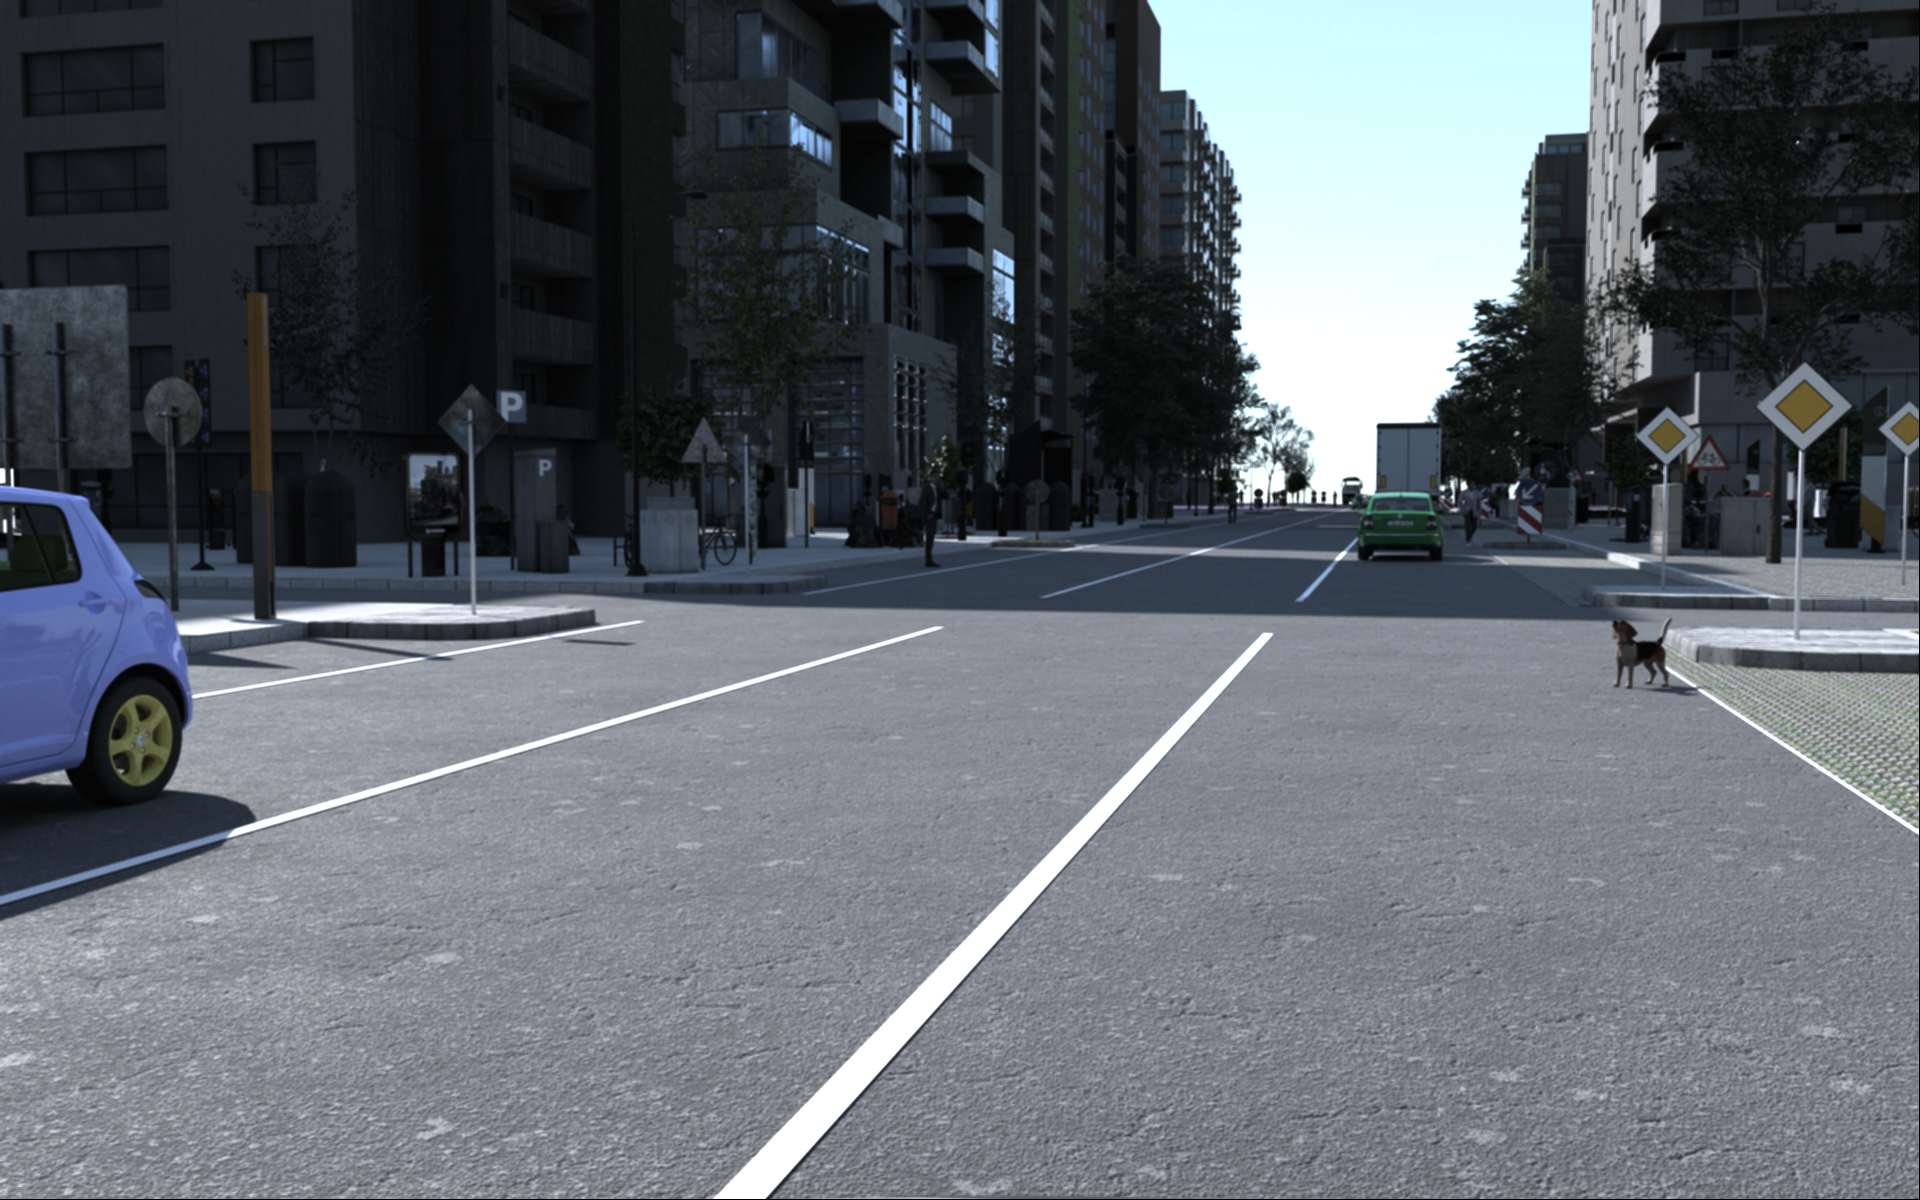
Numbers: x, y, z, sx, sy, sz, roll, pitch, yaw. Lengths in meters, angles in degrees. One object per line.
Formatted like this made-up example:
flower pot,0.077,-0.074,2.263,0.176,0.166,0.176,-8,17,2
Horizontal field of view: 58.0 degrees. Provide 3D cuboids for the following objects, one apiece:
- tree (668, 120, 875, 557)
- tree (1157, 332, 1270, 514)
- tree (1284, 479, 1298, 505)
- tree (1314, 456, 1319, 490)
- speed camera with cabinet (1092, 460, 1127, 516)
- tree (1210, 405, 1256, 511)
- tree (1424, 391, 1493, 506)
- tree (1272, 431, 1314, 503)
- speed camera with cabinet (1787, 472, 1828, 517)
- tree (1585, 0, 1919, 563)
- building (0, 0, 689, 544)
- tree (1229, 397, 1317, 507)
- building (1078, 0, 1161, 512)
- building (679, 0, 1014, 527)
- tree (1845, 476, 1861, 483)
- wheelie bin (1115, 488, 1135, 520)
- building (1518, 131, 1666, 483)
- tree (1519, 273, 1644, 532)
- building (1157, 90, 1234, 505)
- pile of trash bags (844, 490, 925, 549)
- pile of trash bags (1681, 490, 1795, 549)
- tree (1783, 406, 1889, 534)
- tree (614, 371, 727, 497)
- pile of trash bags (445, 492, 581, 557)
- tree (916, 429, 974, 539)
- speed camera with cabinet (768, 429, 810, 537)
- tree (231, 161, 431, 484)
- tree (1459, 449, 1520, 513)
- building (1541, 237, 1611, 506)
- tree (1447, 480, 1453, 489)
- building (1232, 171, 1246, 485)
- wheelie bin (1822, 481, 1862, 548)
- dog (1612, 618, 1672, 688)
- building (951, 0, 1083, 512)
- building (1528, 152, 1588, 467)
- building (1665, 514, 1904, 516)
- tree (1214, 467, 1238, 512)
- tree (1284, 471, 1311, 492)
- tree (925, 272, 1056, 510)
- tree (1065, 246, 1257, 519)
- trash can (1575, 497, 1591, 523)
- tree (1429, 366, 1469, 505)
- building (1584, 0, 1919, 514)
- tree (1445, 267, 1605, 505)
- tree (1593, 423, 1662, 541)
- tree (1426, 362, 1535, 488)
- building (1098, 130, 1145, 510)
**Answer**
tree,-4.088,-5.194,35.290,4.737,8.622,4.395,0,3,0
tree,15.794,-11.234,109.436,9.928,11.665,9.643,0,3,0
tree,39.294,-12.912,205.718,1.663,3.219,1.824,0,3,0
tree,47.870,-17.750,240.577,4.360,8.622,3.978,0,3,0
speed camera with cabinet,8.520,-6.414,99.210,2.038,3.252,0.660,2,4,27
tree,20.961,-11.189,133.303,4.360,8.622,3.978,0,3,0
tree,55.094,-16.750,190.878,9.611,12.733,9.660,0,3,0
tree,36.912,-14.928,194.442,4.360,8.622,3.978,0,3,0
speed camera with cabinet,33.447,-4.482,67.617,2.038,3.252,0.660,0,4,1
tree,15.397,-5.961,31.877,7.601,10.594,8.767,-1,4,-22
building,-17.160,-17.004,49.724,14.160,30.474,14.107,1,4,14
tree,29.918,-14.254,167.457,8.767,10.594,7.601,-1,4,-11
building,9.715,-30.720,152.382,14.600,45.320,14.200,1,4,14
building,-9.722,-46.972,80.662,22.319,86.520,31.000,1,4,14
tree,40.232,-5.105,78.064,1.663,3.219,1.824,0,3,0
wheelie bin,7.863,-4.704,84.814,0.980,1.594,0.693,1,4,19
building,86.054,-37.298,229.425,23.786,49.044,30.456,1,4,14
tree,20.927,-6.637,58.885,4.360,8.622,3.978,0,3,0
building,19.163,-36.083,209.567,23.786,49.044,30.456,1,4,14
pile of trash bags,-1.763,-1.942,41.501,1.912,1.369,3.447,0,4,-7
pile of trash bags,17.936,-1.873,40.382,1.912,1.369,3.447,0,4,2
tree,28.115,-4.414,55.889,4.285,4.588,4.351,0,3,0
tree,-7.788,-3.835,46.414,4.285,4.588,4.351,0,3,0
pile of trash bags,-9.626,-1.625,36.318,3.447,1.369,1.912,2,4,27
tree,-0.260,-3.391,50.037,1.663,3.219,1.824,0,3,0
speed camera with cabinet,-5.281,-3.564,52.606,0.660,3.252,2.038,-2,4,-34
tree,-14.109,-5.393,38.538,4.360,8.622,3.978,0,3,0
tree,38.210,-8.720,126.286,4.285,4.588,4.351,0,3,0
building,72.661,-25.896,195.107,14.160,30.474,14.107,1,4,14
tree,60.415,-16.227,215.677,4.737,8.622,4.395,0,3,0
building,27.006,-37.892,239.139,23.786,49.044,30.456,1,4,14
wheelie bin,21.082,-2.039,41.239,0.980,1.594,0.693,0,4,2
dog,5.065,0.392,12.871,0.406,0.507,0.540,1,4,22
building,-0.368,-26.106,110.425,14.154,41.232,14.086,1,4,14
building,75.985,-32.152,209.276,14.154,41.232,14.086,1,4,14
building,58.579,-32.074,113.642,28.713,52.752,27.495,1,4,14
tree,19.386,-8.058,126.357,1.663,3.219,1.824,0,3,0
tree,42.089,-14.243,216.594,4.285,4.588,4.351,0,3,0
tree,1.265,-6.559,57.600,4.360,8.622,3.978,0,3,0
tree,10.100,-11.165,89.197,9.857,13.997,8.962,0,3,0
trash can,27.538,-3.981,76.748,0.748,1.137,0.748,0,3,0
tree,33.650,-10.561,107.078,8.767,10.594,7.601,0,4,1
building,66.226,-33.687,140.027,28.713,52.752,27.495,1,4,14
tree,28.327,-10.316,86.790,7.486,12.596,7.792,0,3,0
tree,18.285,-3.213,47.131,1.663,3.219,1.824,0,3,0
tree,46.501,-15.088,157.066,12.009,13.543,11.850,0,3,0
building,6.804,-22.450,138.760,14.160,30.474,14.107,1,4,14
